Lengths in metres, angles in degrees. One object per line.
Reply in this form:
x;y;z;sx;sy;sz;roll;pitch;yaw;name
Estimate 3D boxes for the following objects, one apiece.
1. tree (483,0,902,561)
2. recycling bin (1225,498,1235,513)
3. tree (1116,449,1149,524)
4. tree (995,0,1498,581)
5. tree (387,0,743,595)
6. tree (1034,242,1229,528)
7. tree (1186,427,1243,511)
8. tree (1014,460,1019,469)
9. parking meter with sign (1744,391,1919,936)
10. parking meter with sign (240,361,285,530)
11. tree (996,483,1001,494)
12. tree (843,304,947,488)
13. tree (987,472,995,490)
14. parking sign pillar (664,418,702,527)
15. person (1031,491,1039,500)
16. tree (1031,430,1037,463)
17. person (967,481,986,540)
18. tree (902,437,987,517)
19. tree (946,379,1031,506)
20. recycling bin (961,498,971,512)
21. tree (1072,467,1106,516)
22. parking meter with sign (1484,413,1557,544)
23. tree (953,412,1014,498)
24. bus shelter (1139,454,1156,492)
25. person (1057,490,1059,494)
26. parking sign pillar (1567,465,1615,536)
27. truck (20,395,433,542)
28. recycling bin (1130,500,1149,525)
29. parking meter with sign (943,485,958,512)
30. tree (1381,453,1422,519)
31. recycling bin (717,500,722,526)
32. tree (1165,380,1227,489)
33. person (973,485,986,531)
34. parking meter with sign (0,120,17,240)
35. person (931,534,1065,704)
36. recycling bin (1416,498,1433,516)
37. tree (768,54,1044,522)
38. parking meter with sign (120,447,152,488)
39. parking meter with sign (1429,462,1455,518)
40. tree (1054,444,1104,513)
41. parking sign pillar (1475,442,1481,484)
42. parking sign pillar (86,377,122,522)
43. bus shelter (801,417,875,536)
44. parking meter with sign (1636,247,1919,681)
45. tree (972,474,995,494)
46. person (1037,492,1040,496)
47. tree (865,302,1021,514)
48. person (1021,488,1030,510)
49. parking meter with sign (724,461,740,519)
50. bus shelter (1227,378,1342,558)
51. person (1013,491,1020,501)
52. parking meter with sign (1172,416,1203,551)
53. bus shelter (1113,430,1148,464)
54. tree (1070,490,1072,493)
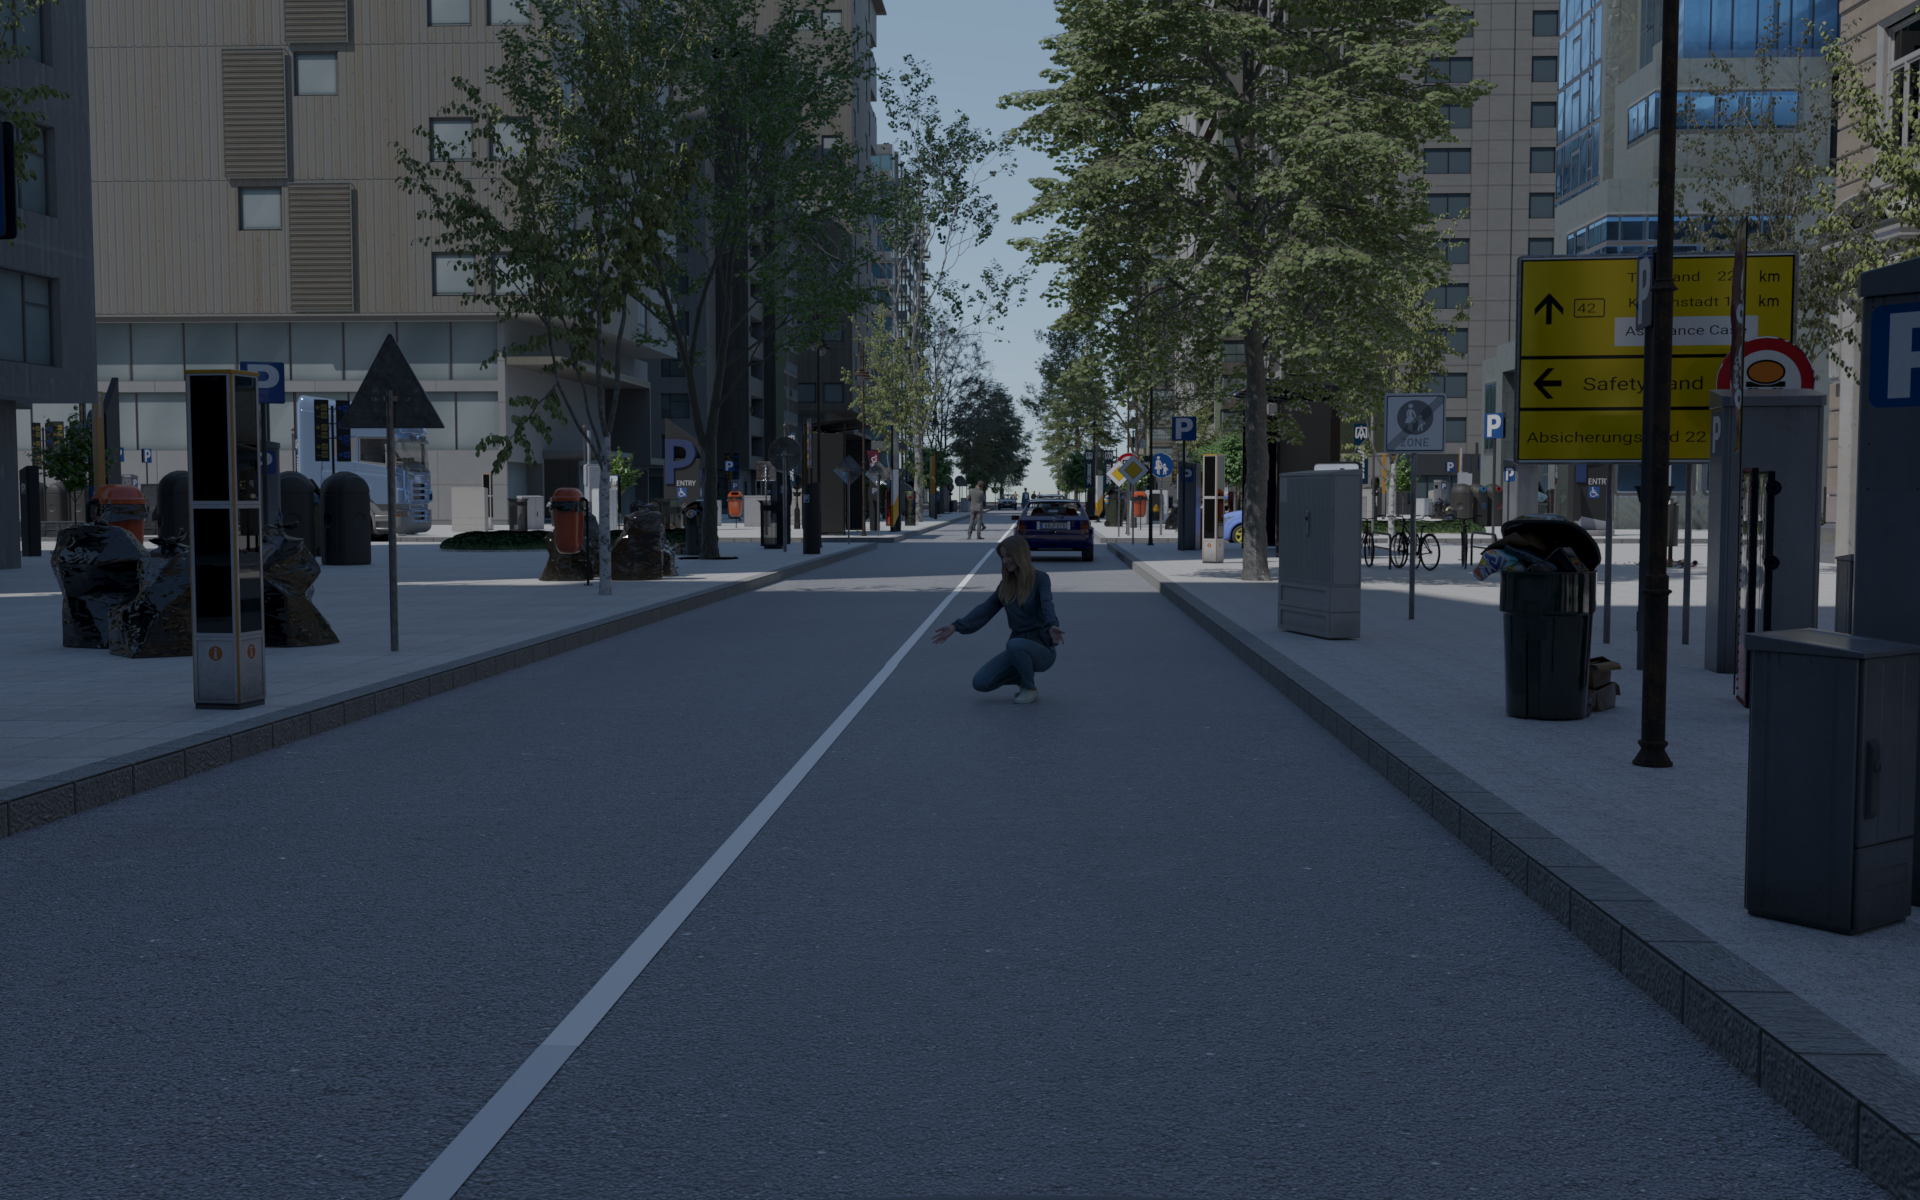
-4.985;-6.592;33.535;9.928;11.665;9.643;0;3;0;tree
17.420;-6.112;112.487;0.722;1.027;0.722;3;5;39;recycling bin
7.403;-4.825;73.485;1.663;3.219;1.824;0;3;0;tree
4.061;-6.545;25.136;7.486;12.596;7.792;0;3;0;tree
-4.716;-4.383;22.028;4.737;8.622;4.395;0;3;0;tree
6.397;-7.991;65.062;8.767;10.594;7.601;2;4;28;tree
13.191;-6.021;82.153;4.285;4.588;4.351;0;3;0;tree
5.802;-17.895;242.947;4.360;8.622;3.978;0;3;0;tree
3.197;-0.566;5.523;1.738;3.016;0.543;-2;4;-35;parking meter with sign
-9.490;-1.677;23.674;0.543;3.016;1.738;-1;4;-21;parking meter with sign
4.752;-14.847;237.343;1.663;3.219;1.824;0;3;0;tree
-2.530;-7.067;65.908;4.737;8.622;4.395;0;3;0;tree
1.789;-11.973;179.476;4.285;4.588;4.351;0;3;0;tree
-9.832;-4.465;61.477;1.447;3.967;1.447;0;4;6;parking sign pillar
7.679;-10.330;177.929;0.617;1.759;0.750;2;4;34;person
6.228;-21.313;255.115;9.857;13.997;8.962;0;3;0;tree
0.520;-2.836;54.678;0.655;1.846;0.447;1;4;21;person
-1.672;-7.048;98.943;4.285;4.588;4.351;0;3;0;tree
2.615;-17.405;191.228;9.857;13.997;8.962;0;3;0;tree
0.528;-6.683;121.825;0.722;1.027;0.722;3;5;40;recycling bin
7.820;-6.468;100.359;1.663;3.219;1.824;0;3;0;tree
12.220;-2.532;37.656;1.738;3.016;0.543;-2;4;-28;parking meter with sign
1.530;-12.252;150.683;4.360;8.622;3.978;0;3;0;tree
9.293;-5.892;90.259;2.014;3.302;5.546;0;4;3;bus shelter
6.772;-6.732;119.567;0.512;1.701;0.522;2;4;24;person
19.377;-3.956;53.156;1.447;3.967;1.447;0;4;-4;parking sign pillar
-23.670;-3.580;48.286;18.799;4.110;2.967;0;4;1;truck
7.434;-3.629;71.896;0.722;1.027;0.722;1;4;13;recycling bin
-1.010;-7.877;125.047;1.738;3.016;0.543;-2;4;-34;parking meter with sign
19.133;-4.878;74.350;1.663;3.219;1.824;0;3;0;tree
-10.021;-3.489;69.606;0.722;1.027;0.722;-1;4;-23;recycling bin
14.646;-9.613;107.531;4.737;8.622;4.395;0;3;0;tree
0.674;-3.627;67.902;0.767;1.812;0.694;0;4;-6;person
-4.839;-0.680;7.380;0.543;3.016;1.738;1;4;10;parking meter with sign
0.413;0.128;11.913;0.738;1.151;1.012;-3;5;-44;person
26.783;-5.348;100.000;0.722;1.027;0.722;-2;4;-31;recycling bin
-2.787;-13.561;77.612;12.611;20.169;13.585;0;3;0;tree
-32.000;-4.299;66.545;1.738;3.016;0.543;0;4;6;parking meter with sign
26.029;-5.966;93.808;0.543;3.016;1.738;-1;4;-19;parking meter with sign
8.264;-7.939;113.509;4.285;4.588;4.351;0;3;0;tree
27.288;-6.271;91.007;1.447;3.967;1.447;1;4;18;parking sign pillar
-19.475;-3.117;39.432;1.447;3.967;1.447;-1;4;-14;parking sign pillar
-3.892;-3.976;56.294;1.731;3.624;6.357;0;4;3;bus shelter
5.780;-0.987;12.392;1.738;3.016;0.543;1;4;10;parking meter with sign
2.117;-10.586;167.685;1.663;3.219;1.824;0;3;0;tree
13.053;-16.897;284.900;1.348;1.807;0.705;2;4;34;person
-1.321;-12.312;111.668;12.009;13.543;11.850;0;3;0;tree
3.907;-5.789;103.175;0.581;1.822;0.654;0;4;3;person
-11.775;-5.727;89.894;0.543;3.016;1.738;-1;4;-22;parking meter with sign
7.036;-2.855;37.957;1.731;3.624;6.357;0;4;3;bus shelter
7.006;-12.856;218.787;1.348;1.812;0.705;1;4;19;person
5.286;-2.657;39.708;0.543;3.016;1.738;1;4;18;parking meter with sign
10.522;-7.885;106.545;2.179;5.291;8.768;0;4;2;bus shelter
11.754;-10.569;167.410;1.663;3.219;1.824;0;3;0;tree
